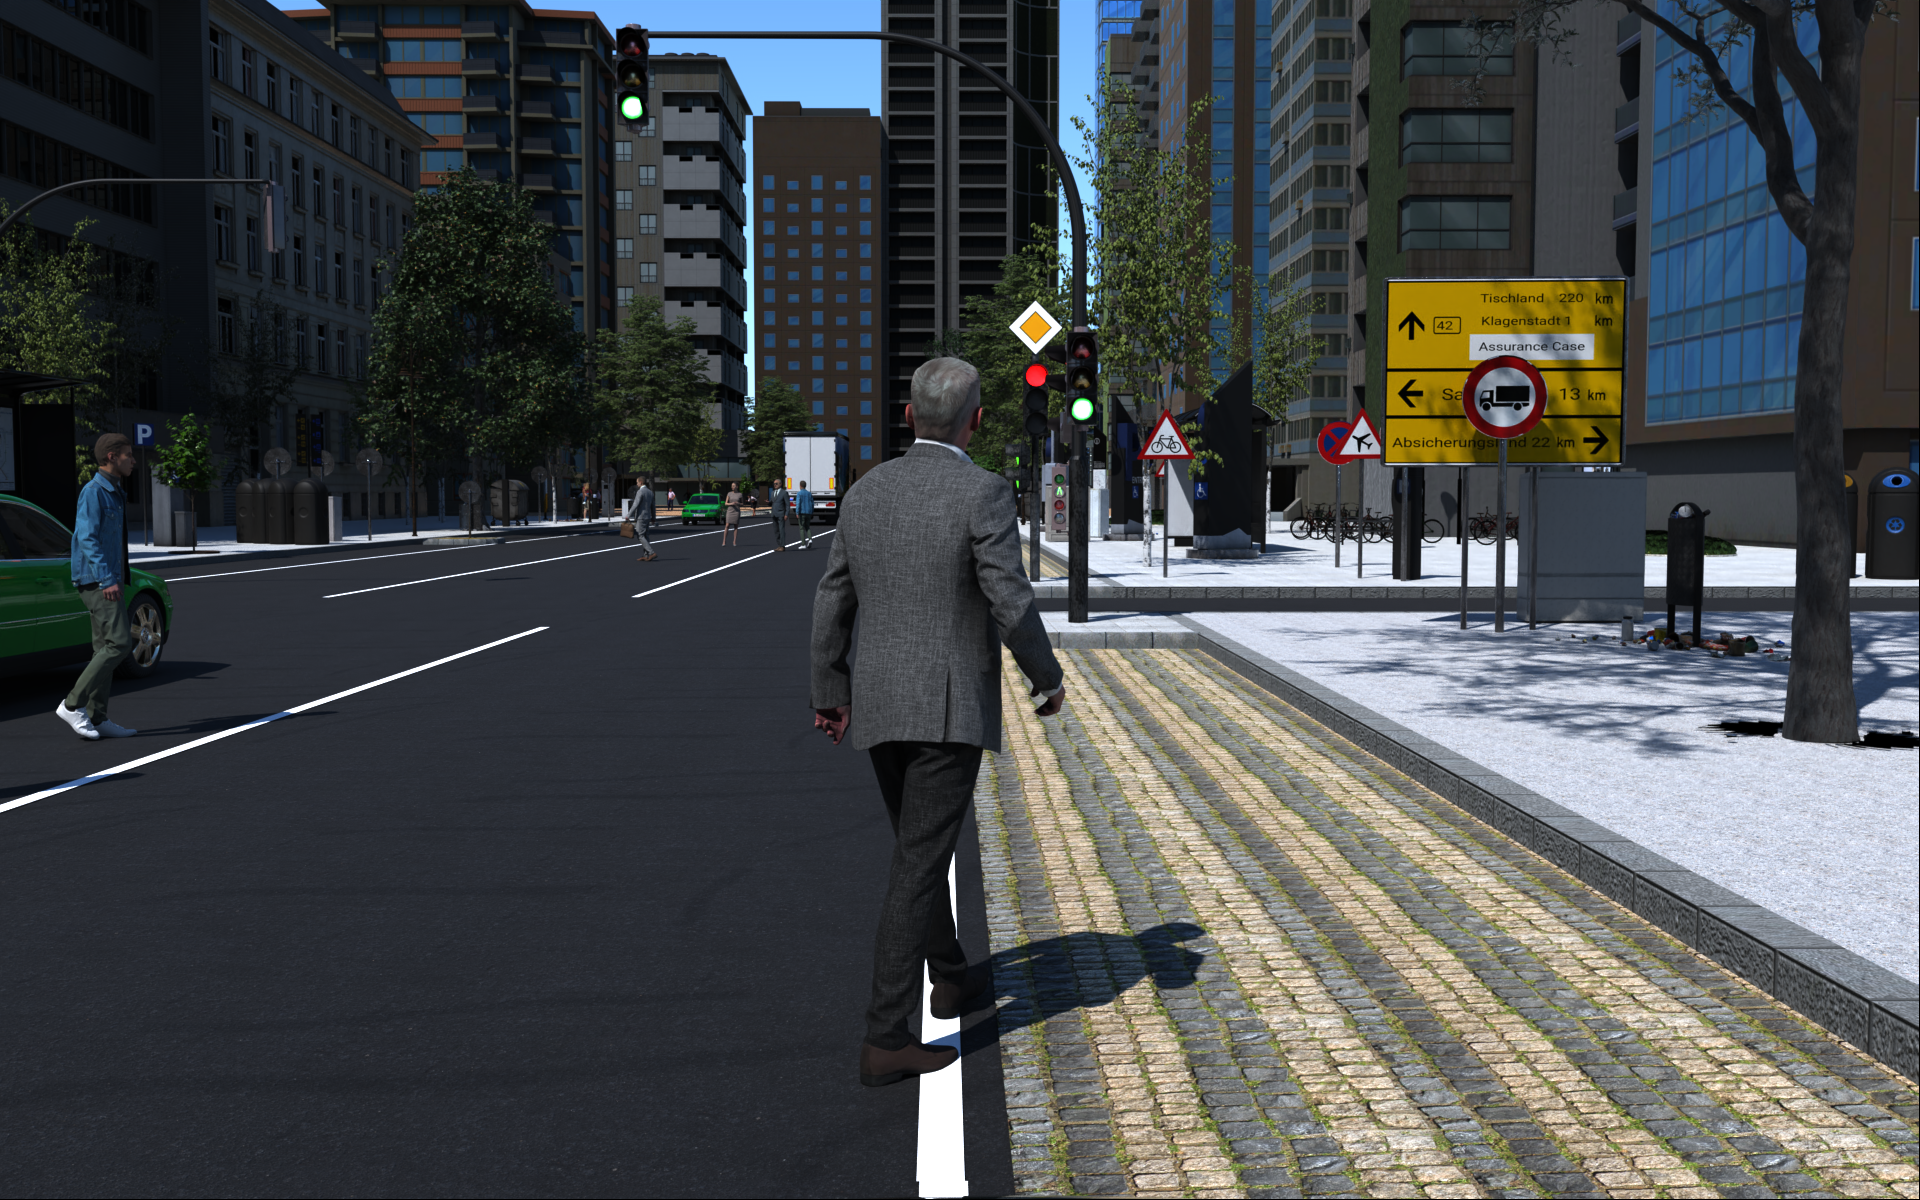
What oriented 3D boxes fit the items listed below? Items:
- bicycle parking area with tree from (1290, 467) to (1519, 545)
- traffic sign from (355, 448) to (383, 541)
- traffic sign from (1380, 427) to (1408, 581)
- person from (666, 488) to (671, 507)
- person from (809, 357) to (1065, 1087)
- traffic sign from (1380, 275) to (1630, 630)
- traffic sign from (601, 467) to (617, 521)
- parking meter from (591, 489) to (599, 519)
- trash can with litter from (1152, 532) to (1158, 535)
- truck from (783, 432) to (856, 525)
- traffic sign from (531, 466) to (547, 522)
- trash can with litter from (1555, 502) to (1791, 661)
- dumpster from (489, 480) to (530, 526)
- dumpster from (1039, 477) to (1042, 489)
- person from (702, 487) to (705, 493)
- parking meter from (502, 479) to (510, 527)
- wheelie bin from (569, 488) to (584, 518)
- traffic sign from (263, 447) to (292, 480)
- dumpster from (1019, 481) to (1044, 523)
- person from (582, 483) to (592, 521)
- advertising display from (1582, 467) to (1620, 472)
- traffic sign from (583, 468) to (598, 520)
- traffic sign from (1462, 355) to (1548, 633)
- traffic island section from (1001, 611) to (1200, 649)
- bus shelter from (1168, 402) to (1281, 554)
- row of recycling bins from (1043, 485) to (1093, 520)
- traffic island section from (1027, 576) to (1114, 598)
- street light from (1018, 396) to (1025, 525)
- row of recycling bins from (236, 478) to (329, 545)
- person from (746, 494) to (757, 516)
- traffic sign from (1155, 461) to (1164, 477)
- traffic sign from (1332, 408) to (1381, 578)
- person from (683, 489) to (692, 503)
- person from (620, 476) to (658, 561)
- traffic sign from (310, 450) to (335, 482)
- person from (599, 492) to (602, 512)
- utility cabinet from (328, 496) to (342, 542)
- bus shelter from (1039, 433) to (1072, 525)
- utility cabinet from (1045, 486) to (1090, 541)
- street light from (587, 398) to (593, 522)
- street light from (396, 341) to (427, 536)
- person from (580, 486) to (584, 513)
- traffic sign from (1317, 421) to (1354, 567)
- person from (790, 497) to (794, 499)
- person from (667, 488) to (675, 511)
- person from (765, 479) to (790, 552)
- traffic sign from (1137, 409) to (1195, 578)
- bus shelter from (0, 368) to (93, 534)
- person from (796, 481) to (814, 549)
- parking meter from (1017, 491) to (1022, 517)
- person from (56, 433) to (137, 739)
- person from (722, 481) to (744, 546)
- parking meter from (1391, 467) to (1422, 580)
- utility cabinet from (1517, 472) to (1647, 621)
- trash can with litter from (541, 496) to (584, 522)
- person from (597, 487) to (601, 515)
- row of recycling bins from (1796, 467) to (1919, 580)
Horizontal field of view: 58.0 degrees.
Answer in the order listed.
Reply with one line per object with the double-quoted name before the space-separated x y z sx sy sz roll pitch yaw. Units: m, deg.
"bicycle parking area with tree" 13.121 -3.650 46.672 9.016 4.147 8.231 1 4 18
"traffic sign" -16.255 -2.907 47.642 0.768 2.556 0.104 0 4 3
"traffic sign" 6.529 -1.548 25.421 0.768 2.556 0.104 0 4 5
"person" -28.424 -9.952 168.625 0.599 1.838 0.709 -1 4 -15
"person" -0.033 0.269 4.506 0.661 1.777 0.834 2 4 29
"traffic sign" 5.095 -1.371 16.290 2.265 3.308 0.079 0 4 3
"traffic sign" -16.685 -5.027 82.294 0.768 2.556 0.104 1 4 9
"parking meter" -18.562 -4.871 88.058 0.372 1.533 0.369 0 3 0
"trash can with litter" 5.464 -2.684 54.947 1.678 1.210 2.233 2 4 28
"truck" -6.690 -5.767 83.198 2.839 4.237 11.283 0 4 0
"traffic sign" -19.133 -4.810 78.743 0.768 2.556 0.104 0 4 6
"trash can with litter" 6.066 -0.200 14.332 1.678 1.210 2.233 0 4 -1
"dumpster" -18.183 -3.921 69.873 1.264 1.857 1.865 0 4 -1
"dumpster" 4.560 -5.769 96.812 1.502 2.255 1.985 0 4 -1
"person" -17.510 -6.840 117.962 0.705 1.814 1.350 0 4 -2
"parking meter" -17.877 -3.820 68.172 0.255 1.863 0.399 -1 4 -9
"wheelie bin" -20.229 -5.122 91.657 0.980 1.594 0.693 0 4 -3
"traffic sign" -18.495 -2.865 46.946 0.768 2.556 0.104 0 4 1
"dumpster" 3.236 -4.223 74.799 1.264 1.857 1.865 0 4 0
"person" -18.013 -4.746 83.612 0.580 1.828 0.573 2 4 32
"advertising display" 10.401 -1.403 28.155 0.123 1.923 0.974 -1 4 -10
"traffic sign" -17.997 -5.151 84.323 0.768 2.556 0.104 0 4 5
"traffic sign" 5.002 -0.971 15.982 0.768 2.556 0.104 0 4 7
"traffic island section" 1.196 0.301 17.359 2.009 0.180 2.903 0 4 -1
"bus shelter" 5.799 -2.800 39.706 2.014 3.302 5.546 0 4 -1
"row of recycling bins" 5.093 -4.488 80.494 1.069 1.692 3.534 -3 4 -37
"traffic island section" 1.117 -0.187 25.344 2.009 0.180 2.903 0 4 -1
"street light" 2.615 -6.033 71.422 0.468 5.910 1.993 0 4 -1
"row of recycling bins" -17.527 -2.299 44.696 3.534 1.692 1.069 3 4 38
"person" -13.288 -6.046 110.541 0.628 1.438 0.799 0 4 5
"traffic sign" 6.389 -3.238 52.942 0.884 2.594 0.081 0 4 1
"traffic sign" 6.085 -1.608 26.289 0.884 2.594 0.081 0 4 5
"person" -25.394 -9.499 162.174 1.217 1.723 0.721 -3 5 -40
"person" -6.801 -1.739 37.058 0.853 1.813 0.709 1 4 20
"traffic sign" -18.430 -3.052 50.005 0.768 2.556 0.104 0 4 4
"person" -25.863 -7.030 124.249 0.557 1.426 1.065 1 4 18
"utility cabinet" -17.227 -2.195 47.046 1.020 1.237 0.306 2 4 31
"bus shelter" 3.936 -4.751 68.965 1.731 3.624 6.357 0 4 0
"utility cabinet" 2.900 -2.313 46.490 1.173 1.500 0.318 -1 4 -14
"street light" -16.885 -6.487 78.857 0.468 5.910 1.993 0 4 -1
"street light" -16.570 -4.873 52.460 0.468 5.910 1.993 0 4 -1
"person" -25.331 -6.715 115.963 0.705 1.807 1.348 -1 4 -21
"traffic sign" 6.603 -1.842 30.225 0.768 2.556 0.104 0 4 5
"person" -13.235 -7.831 137.204 0.551 1.740 0.621 1 4 22
"person" -21.585 -7.472 129.156 0.436 1.711 0.756 -3 5 -43
"person" -4.581 -2.121 43.354 0.661 1.801 0.590 2 4 33
"traffic sign" 3.154 -1.622 26.529 0.884 2.594 0.081 0 4 7
"bus shelter" -18.768 -2.542 32.849 1.731 3.624 6.357 0 4 0
"person" -4.053 -2.228 45.265 0.601 1.785 0.444 -2 4 -32
"parking meter" 3.386 -5.440 97.349 0.372 1.533 0.369 0 3 0
"person" -5.032 -0.077 10.105 0.444 1.785 0.601 -1 4 -11
"person" -6.236 -2.368 47.554 0.599 1.781 0.374 0 4 -8
"parking meter" 6.702 -1.240 25.992 0.399 1.863 0.255 3 5 43
"utility cabinet" 6.205 -0.528 17.314 1.173 1.500 0.318 0 4 -2
"trash can with litter" -18.540 -4.281 81.057 2.233 1.210 1.678 -1 4 -21
"person" -22.209 -6.092 106.581 0.436 1.711 0.756 1 4 14
"row of recycling bins" 14.508 -1.155 25.993 3.534 1.692 1.069 2 4 30
